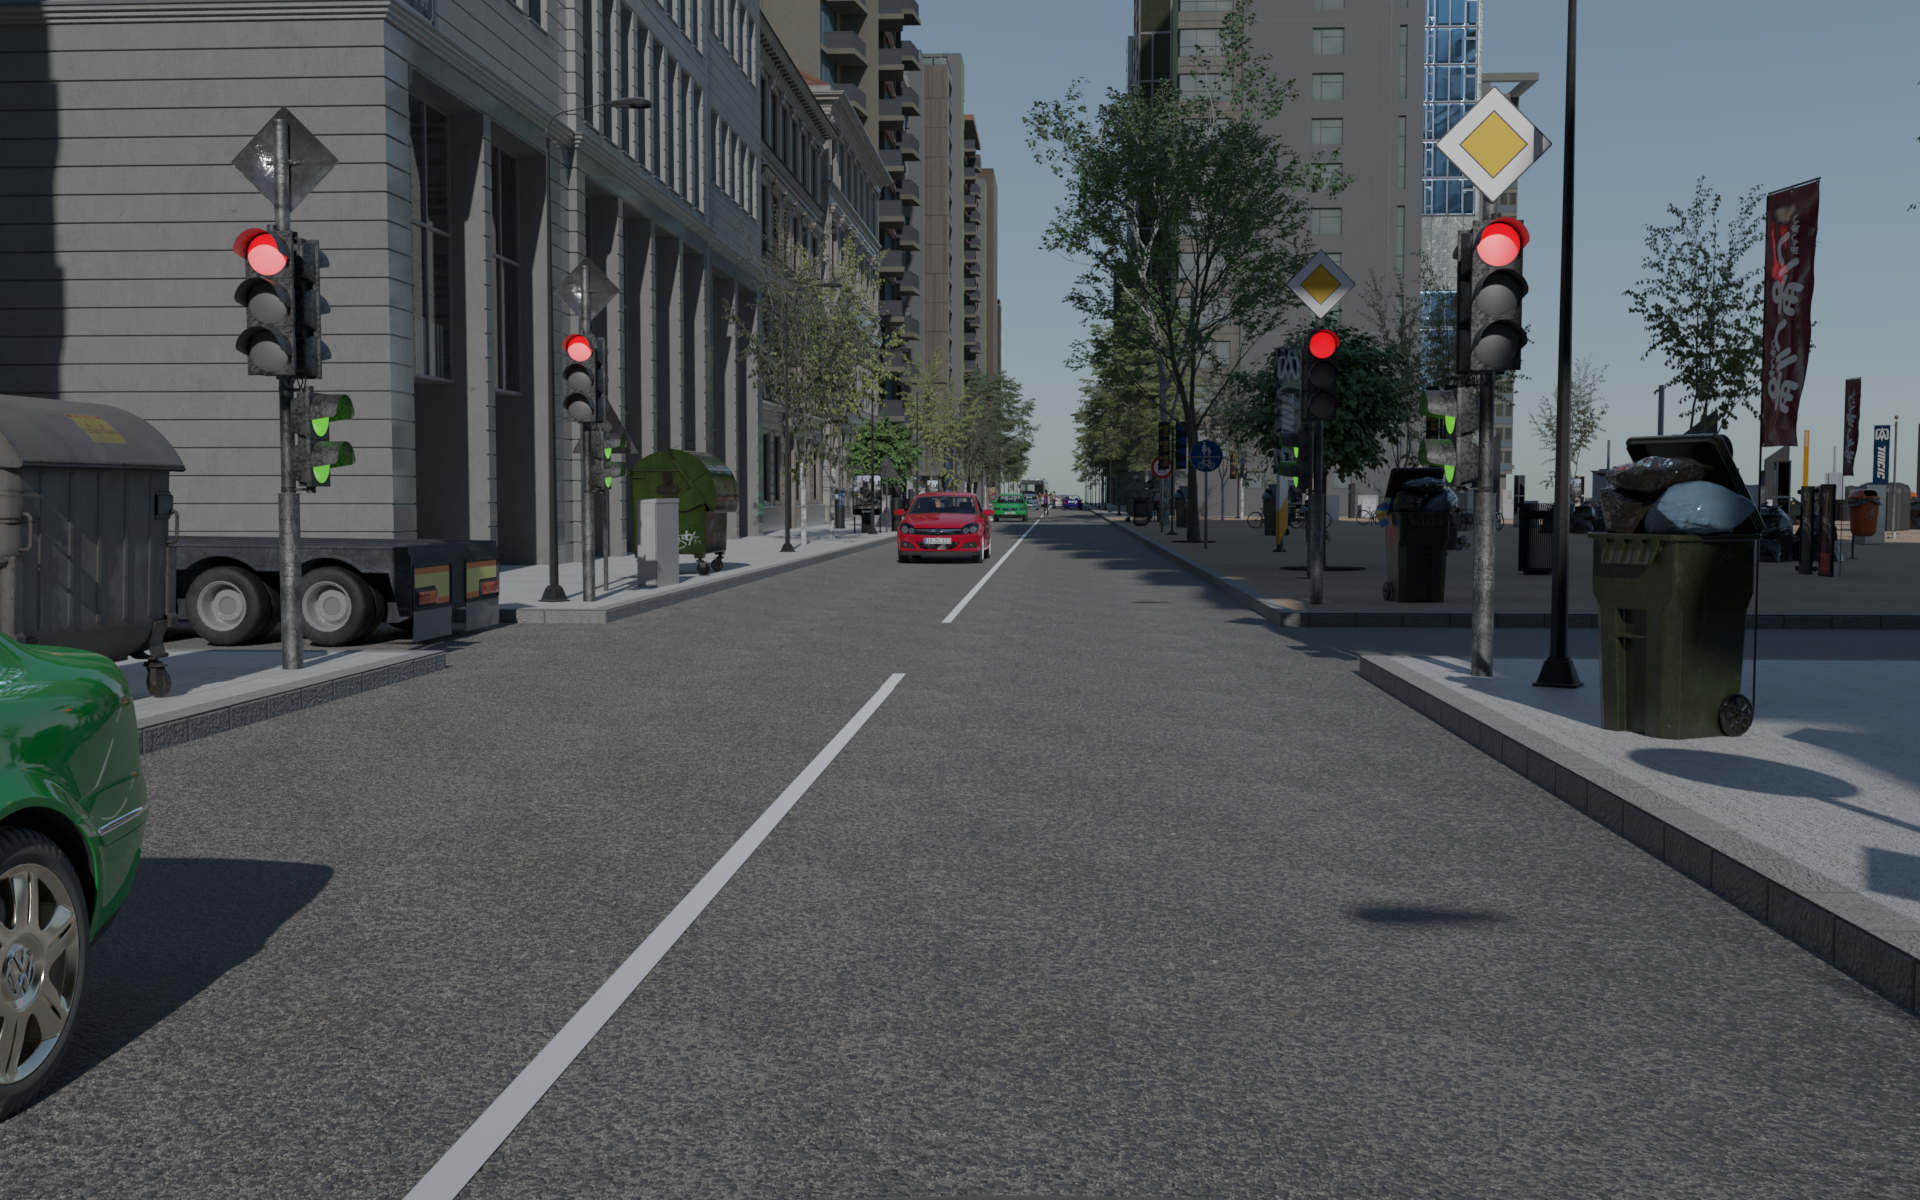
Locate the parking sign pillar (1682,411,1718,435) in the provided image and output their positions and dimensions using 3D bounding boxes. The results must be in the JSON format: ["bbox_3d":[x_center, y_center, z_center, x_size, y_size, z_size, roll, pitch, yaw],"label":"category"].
[{"bbox_3d":[23.458,-4.087,55.295,1.447,3.967,1.447,-1,4,-13],"label":"parking sign pillar"}]

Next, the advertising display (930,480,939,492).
[{"bbox_3d":[-1.416,-4.403,77.199,0.974,1.923,0.123,1,4,9],"label":"advertising display"}]

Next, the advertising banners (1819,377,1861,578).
[{"bbox_3d":[13.486,-1.879,26.912,0.090,3.025,2.074,0,4,4],"label":"advertising banners"}]

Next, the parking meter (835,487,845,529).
[{"bbox_3d":[-4.448,-3.405,64.088,0.372,1.533,0.369,0,3,0],"label":"parking meter"}]

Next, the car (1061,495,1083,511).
[{"bbox_3d":[9.818,-8.494,151.458,1.945,1.354,3.894,0,4,3],"label":"car"}]

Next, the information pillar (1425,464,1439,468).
[{"bbox_3d":[10.578,-2.096,38.767,0.304,2.012,0.304,0,4,5],"label":"information pillar"}]

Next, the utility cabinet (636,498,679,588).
[{"bbox_3d":[-4.231,-0.801,24.252,0.306,1.237,1.020,1,4,9],"label":"utility cabinet"}]

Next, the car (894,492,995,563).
[{"bbox_3d":[-0.303,-1.726,37.261,2.155,1.783,4.494,0,4,4],"label":"car"}]

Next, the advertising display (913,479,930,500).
[{"bbox_3d":[-1.751,-4.342,76.210,0.123,1.923,0.974,-3,4,-37],"label":"advertising display"}]

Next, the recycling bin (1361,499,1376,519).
[{"bbox_3d":[21.422,-4.787,90.820,0.722,1.027,0.722,1,4,13],"label":"recycling bin"}]

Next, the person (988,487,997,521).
[{"bbox_3d":[1.725,-5.222,93.855,0.580,1.828,0.573,2,4,31],"label":"person"}]

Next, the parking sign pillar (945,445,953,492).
[{"bbox_3d":[-0.617,-6.464,94.154,1.447,3.967,1.447,0,4,2],"label":"parking sign pillar"}]

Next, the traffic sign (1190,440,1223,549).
[{"bbox_3d":[5.771,-2.477,40.601,0.768,2.556,0.104,1,4,12],"label":"traffic sign"}]

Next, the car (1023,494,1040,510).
[{"bbox_3d":[6.166,-8.722,154.604,2.014,1.417,4.499,0,4,2],"label":"car"}]

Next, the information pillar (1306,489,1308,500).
[{"bbox_3d":[18.233,-6.036,90.036,0.504,3.616,0.183,-1,4,-15],"label":"information pillar"}]

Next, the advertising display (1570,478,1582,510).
[{"bbox_3d":[24.069,-3.860,68.325,0.974,1.923,0.123,-1,4,-18],"label":"advertising display"}]

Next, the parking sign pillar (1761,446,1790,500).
[{"bbox_3d":[42.951,-6.288,91.273,1.447,3.967,1.447,0,4,-3],"label":"parking sign pillar"}]

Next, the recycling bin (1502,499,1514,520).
[{"bbox_3d":[27.564,-4.521,86.473,0.722,1.027,0.722,3,5,39],"label":"recycling bin"}]

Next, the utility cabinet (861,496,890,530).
[{"bbox_3d":[-2.988,-3.068,61.318,1.020,1.237,0.306,0,4,8],"label":"utility cabinet"}]

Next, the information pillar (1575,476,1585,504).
[{"bbox_3d":[24.745,-3.955,69.157,0.304,2.012,0.304,0,4,-6],"label":"information pillar"}]

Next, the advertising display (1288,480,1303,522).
[{"bbox_3d":[15.479,-4.616,80.685,0.974,1.923,0.123,1,4,22],"label":"advertising display"}]

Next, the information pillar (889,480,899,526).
[{"bbox_3d":[-2.668,-3.996,69.819,0.304,2.012,0.304,3,4,37],"label":"information pillar"}]

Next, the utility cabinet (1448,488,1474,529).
[{"bbox_3d":[18.046,-3.301,62.645,0.318,1.500,1.173,-2,4,-25],"label":"utility cabinet"}]

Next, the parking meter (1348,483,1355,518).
[{"bbox_3d":[20.703,-5.250,91.549,0.255,1.863,0.399,-1,4,-9],"label":"parking meter"}]

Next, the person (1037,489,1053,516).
[{"bbox_3d":[5.690,-6.502,115.495,1.217,1.739,0.721,-2,4,-30],"label":"person"}]

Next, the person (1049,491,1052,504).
[{"bbox_3d":[12.687,-14.211,240.859,1.348,1.822,0.705,-2,4,-35],"label":"person"}]

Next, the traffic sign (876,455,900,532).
[{"bbox_3d":[-2.450,-3.539,57.861,0.884,2.594,0.081,1,4,10],"label":"traffic sign"}]

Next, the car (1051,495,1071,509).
[{"bbox_3d":[9.860,-9.518,167.985,2.083,1.381,4.827,0,4,3],"label":"car"}]

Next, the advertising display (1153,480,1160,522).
[{"bbox_3d":[9.207,-4.551,79.629,0.123,1.923,0.974,-2,4,-30],"label":"advertising display"}]

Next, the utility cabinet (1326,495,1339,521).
[{"bbox_3d":[17.679,-4.376,82.713,1.020,1.237,0.306,-3,5,-41],"label":"utility cabinet"}]

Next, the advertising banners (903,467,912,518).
[{"bbox_3d":[-2.837,-5.968,93.770,0.090,3.025,2.074,-1,4,-13],"label":"advertising banners"}]

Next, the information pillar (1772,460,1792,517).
[{"bbox_3d":[17.907,-2.035,37.765,0.304,2.012,0.304,1,4,12],"label":"information pillar"}]

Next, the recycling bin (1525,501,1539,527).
[{"bbox_3d":[22.138,-3.356,67.423,0.722,1.027,0.722,1,4,19],"label":"recycling bin"}]

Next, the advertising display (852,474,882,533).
[{"bbox_3d":[-3.039,-3.152,56.742,0.974,1.923,0.123,0,4,8],"label":"advertising display"}]

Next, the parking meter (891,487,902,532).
[{"bbox_3d":[-2.167,-3.109,59.236,0.372,1.533,0.369,0,3,0],"label":"parking meter"}]

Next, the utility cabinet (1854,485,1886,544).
[{"bbox_3d":[23.177,-2.169,44.143,1.173,1.500,0.318,-3,5,-40],"label":"utility cabinet"}]

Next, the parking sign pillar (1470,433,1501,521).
[{"bbox_3d":[23.197,-5.384,76.504,1.447,3.967,1.447,-1,4,-20],"label":"parking sign pillar"}]

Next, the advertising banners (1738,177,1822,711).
[{"bbox_3d":[4.641,-0.885,10.665,0.090,3.025,2.074,0,4,-5],"label":"advertising banners"}]

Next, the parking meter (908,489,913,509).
[{"bbox_3d":[-2.356,-4.646,84.380,0.372,1.533,0.369,0,3,0],"label":"parking meter"}]

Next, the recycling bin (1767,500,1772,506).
[{"bbox_3d":[36.197,-4.009,78.106,0.722,1.027,0.722,-2,4,-33],"label":"recycling bin"}]

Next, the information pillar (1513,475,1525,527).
[{"bbox_3d":[21.521,-3.802,66.658,0.304,2.012,0.304,-1,4,-20],"label":"information pillar"}]

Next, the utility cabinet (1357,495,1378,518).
[{"bbox_3d":[21.610,-4.931,91.783,1.020,1.237,0.306,2,4,25],"label":"utility cabinet"}]

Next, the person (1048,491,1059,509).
[{"bbox_3d":[8.916,-9.522,164.897,1.217,1.736,0.721,-2,4,-26],"label":"person"}]

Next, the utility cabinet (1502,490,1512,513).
[{"bbox_3d":[27.878,-4.865,88.221,0.318,1.500,1.173,2,4,27],"label":"utility cabinet"}]

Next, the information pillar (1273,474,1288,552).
[{"bbox_3d":[7.132,-2.874,38.345,0.183,3.616,0.504,2,4,33],"label":"information pillar"}]

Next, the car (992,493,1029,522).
[{"bbox_3d":[2.635,-4.977,90.165,1.959,1.807,4.718,0,4,3],"label":"car"}]

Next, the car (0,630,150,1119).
[{"bbox_3d":[-3.081,0.377,2.638,1.959,1.807,4.718,0,4,2],"label":"car"}]

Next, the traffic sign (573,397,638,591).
[{"bbox_3d":[-4.681,-1.397,22.841,0.884,2.594,0.081,0,4,6],"label":"traffic sign"}]

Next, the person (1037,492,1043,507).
[{"bbox_3d":[7.755,-9.658,167.872,0.593,1.643,0.415,-3,5,-40],"label":"person"}]

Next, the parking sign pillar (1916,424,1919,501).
[{"bbox_3d":[37.275,-4.783,66.679,1.447,3.967,1.447,-3,5,-44],"label":"parking sign pillar"}]
